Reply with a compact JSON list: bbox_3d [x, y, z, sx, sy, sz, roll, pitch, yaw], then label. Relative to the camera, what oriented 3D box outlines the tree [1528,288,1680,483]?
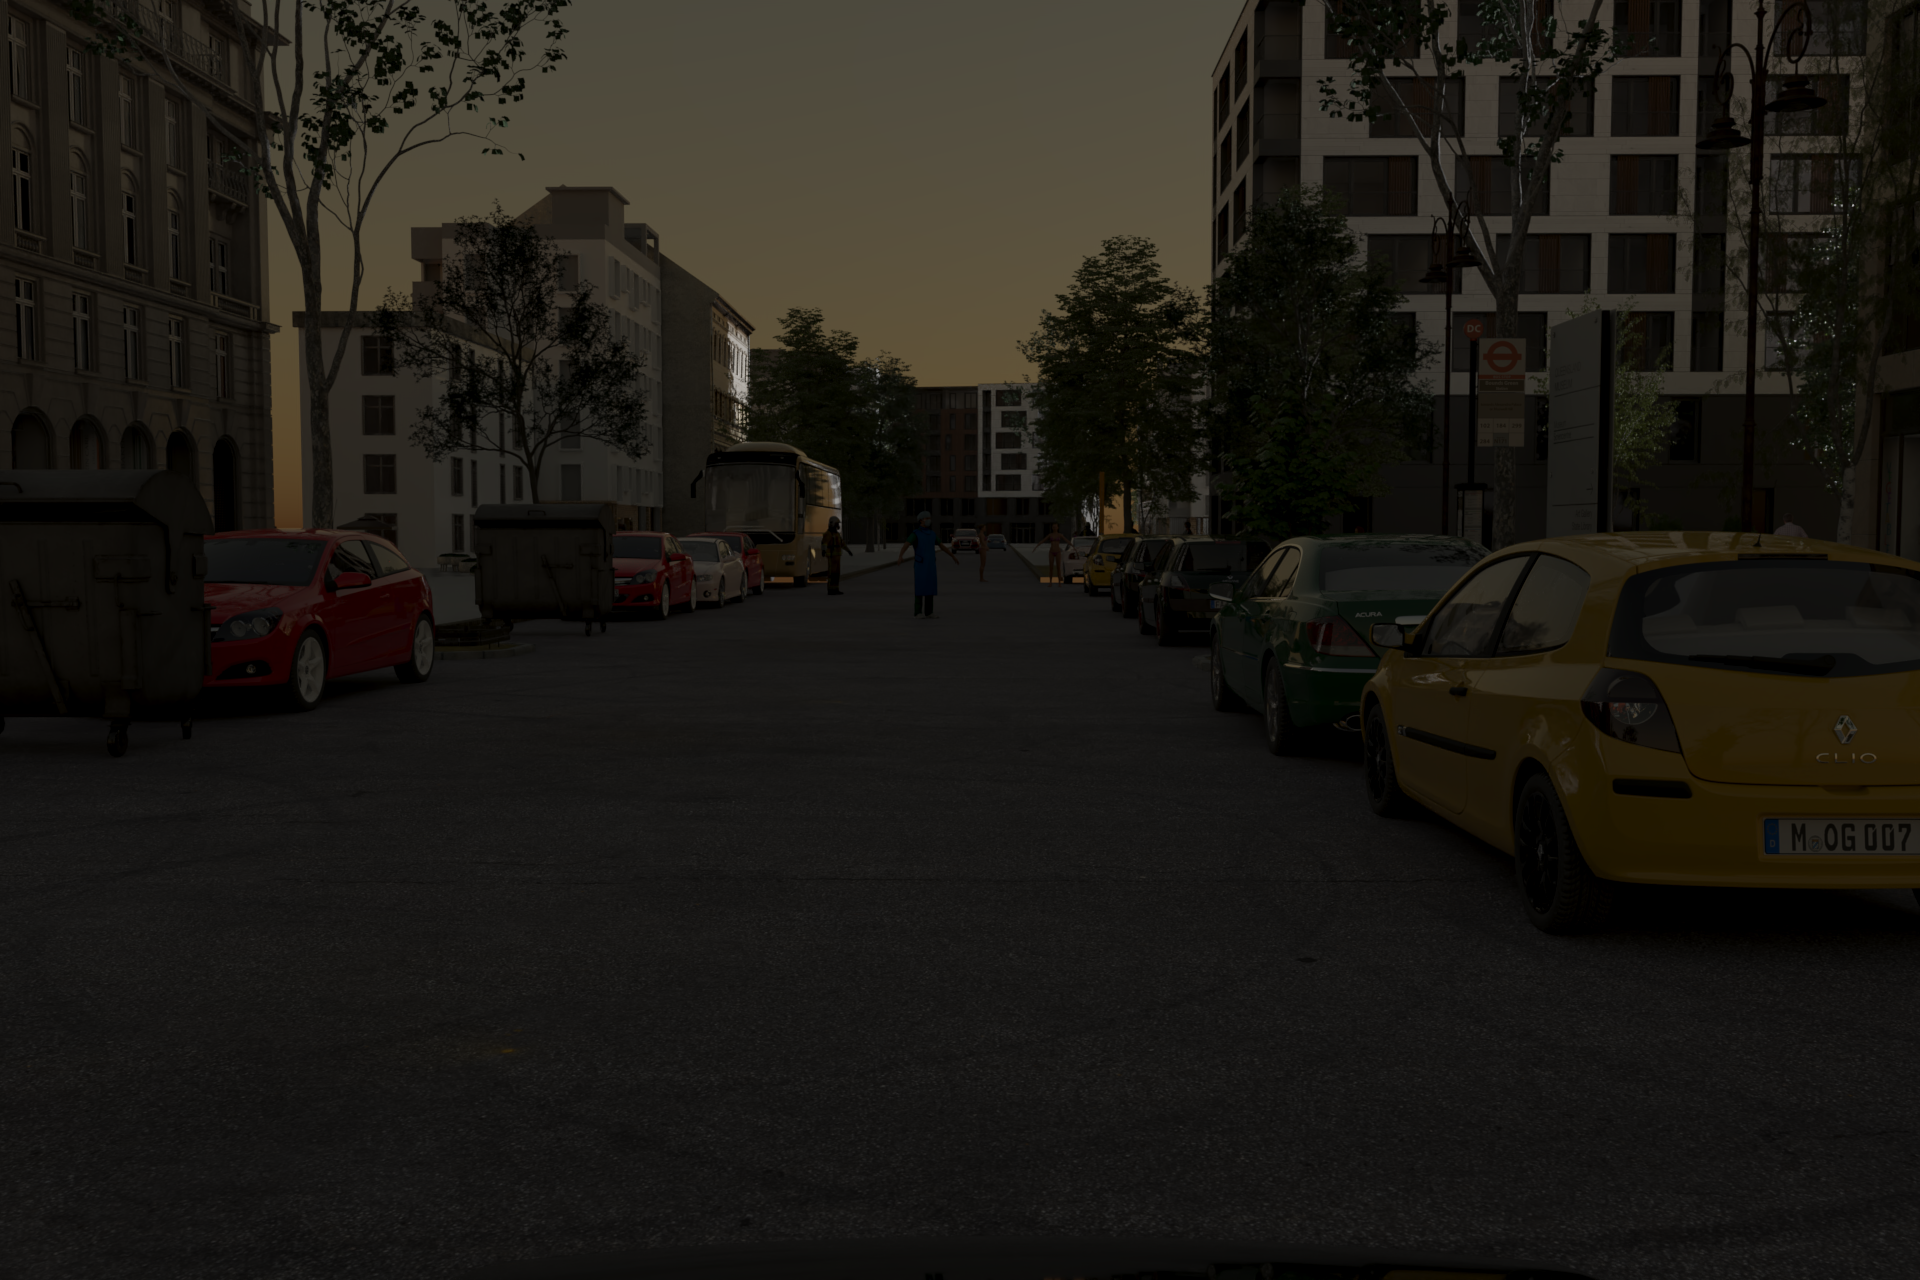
[{"bbox_3d":[19.486,-6.265,52.790,4.737,8.622,4.395,0,3,0],"label":"tree"}]

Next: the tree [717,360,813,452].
[{"bbox_3d":[-8.169,-7.487,72.770,4.737,8.622,4.395,0,3,0],"label":"tree"}]

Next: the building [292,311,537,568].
[{"bbox_3d":[-23.921,-8.391,79.344,9.099,9.664,28.070,0,4,1],"label":"building"}]

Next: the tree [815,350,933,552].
[{"bbox_3d":[-6.341,-13.134,121.396,9.857,13.997,8.962,0,3,0],"label":"tree"}]

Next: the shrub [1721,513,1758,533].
[{"bbox_3d":[27.585,-3.504,61.711,1.690,2.028,1.600,0,3,0],"label":"shrub"}]

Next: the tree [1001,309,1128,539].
[{"bbox_3d":[9.228,-17.683,145.009,12.611,20.169,13.585,0,3,0],"label":"tree"}]

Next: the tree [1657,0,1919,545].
[{"bbox_3d":[9.682,-4.183,18.762,4.360,8.622,3.978,0,3,0],"label":"tree"}]

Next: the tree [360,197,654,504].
[{"bbox_3d":[-11.928,-6.965,48.287,7.601,10.594,8.767,2,4,30],"label":"tree"}]

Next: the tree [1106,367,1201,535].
[{"bbox_3d":[7.715,-7.603,74.675,4.360,8.622,3.978,0,3,0],"label":"tree"}]

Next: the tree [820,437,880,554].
[{"bbox_3d":[-7.644,-9.742,109.642,4.360,8.622,3.978,0,3,0],"label":"tree"}]

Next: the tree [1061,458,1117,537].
[{"bbox_3d":[8.022,-10.170,116.640,4.360,8.622,3.978,0,3,0],"label":"tree"}]

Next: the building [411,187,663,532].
[{"bbox_3d":[-23.902,-14.642,95.811,16.016,20.090,11.380,0,4,1],"label":"building"}]

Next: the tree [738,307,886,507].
[{"bbox_3d":[-7.527,-10.342,87.221,7.486,12.596,7.792,0,3,0],"label":"tree"}]

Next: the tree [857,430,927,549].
[{"bbox_3d":[-6.540,-12.907,145.435,8.767,10.594,7.601,2,4,28],"label":"tree"}]

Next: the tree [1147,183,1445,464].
[{"bbox_3d":[9.466,-6.822,45.955,8.767,10.594,7.601,-3,4,-38],"label":"tree"}]

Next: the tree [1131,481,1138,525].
[{"bbox_3d":[27.037,-20.085,246.515,7.486,12.596,7.792,0,3,0],"label":"tree"}]

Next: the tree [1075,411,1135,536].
[{"bbox_3d":[7.645,-9.152,100.006,4.360,8.622,3.978,0,3,0],"label":"tree"}]

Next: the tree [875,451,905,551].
[{"bbox_3d":[-5.960,-11.106,131.952,4.737,8.622,4.395,0,3,0],"label":"tree"}]

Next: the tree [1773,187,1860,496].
[{"bbox_3d":[29.642,-8.900,52.165,9.857,13.997,8.962,0,3,0],"label":"tree"}]

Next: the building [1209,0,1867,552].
[{"bbox_3d":[25.179,-14.407,79.531,27.936,21.610,32.646,0,4,1],"label":"building"}]

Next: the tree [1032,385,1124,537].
[{"bbox_3d":[8.814,-12.646,124.886,7.486,12.596,7.792,0,3,0],"label":"tree"}]

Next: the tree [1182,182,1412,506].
[{"bbox_3d":[10.974,-8.484,56.840,7.486,12.596,7.792,0,3,0],"label":"tree"}]

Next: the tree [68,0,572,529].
[{"bbox_3d":[-12.894,-10.729,31.314,12.611,20.169,13.585,0,3,0],"label":"tree"}]

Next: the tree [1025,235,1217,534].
[{"bbox_3d":[6.047,-9.083,66.628,7.486,12.596,7.792,0,3,0],"label":"tree"}]

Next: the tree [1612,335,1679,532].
[{"bbox_3d":[22.808,-6.730,60.398,4.737,8.622,4.395,0,3,0],"label":"tree"}]

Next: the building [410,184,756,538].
[{"bbox_3d":[-24.815,-17.580,118.365,19.493,23.208,18.063,0,4,1],"label":"building"}]

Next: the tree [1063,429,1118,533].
[{"bbox_3d":[8.687,-9.840,111.245,4.360,8.622,3.978,0,3,0],"label":"tree"}]

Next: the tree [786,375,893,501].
[{"bbox_3d":[-7.302,-10.052,98.766,7.601,10.594,8.767,-1,4,-23],"label":"tree"}]

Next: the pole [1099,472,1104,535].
[{"bbox_3d":[4.652,-3.856,56.894,0.158,3.312,0.155,0,3,0],"label":"pole"}]

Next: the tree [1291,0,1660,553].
[{"bbox_3d":[8.832,-10.763,31.857,12.611,20.169,13.585,0,3,0],"label":"tree"}]

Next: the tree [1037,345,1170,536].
[{"bbox_3d":[7.713,-10.233,93.067,9.928,11.665,9.643,0,3,0],"label":"tree"}]

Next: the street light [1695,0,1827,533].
[{"bbox_3d":[6.893,-2.587,15.081,0.468,5.910,1.993,0,4,1],"label":"street light"}]

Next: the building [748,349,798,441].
[{"bbox_3d":[-23.013,-19.690,178.344,16.016,20.090,11.380,0,4,1],"label":"building"}]

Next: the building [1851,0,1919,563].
[{"bbox_3d":[27.654,-13.123,17.771,19.351,26.588,34.151,0,4,1],"label":"building"}]

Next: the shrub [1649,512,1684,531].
[{"bbox_3d":[23.084,-3.195,56.665,1.690,2.028,1.600,0,3,0],"label":"shrub"}]

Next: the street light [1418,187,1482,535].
[{"bbox_3d":[6.618,-3.104,23.540,0.468,5.910,1.993,0,4,1],"label":"street light"}]
